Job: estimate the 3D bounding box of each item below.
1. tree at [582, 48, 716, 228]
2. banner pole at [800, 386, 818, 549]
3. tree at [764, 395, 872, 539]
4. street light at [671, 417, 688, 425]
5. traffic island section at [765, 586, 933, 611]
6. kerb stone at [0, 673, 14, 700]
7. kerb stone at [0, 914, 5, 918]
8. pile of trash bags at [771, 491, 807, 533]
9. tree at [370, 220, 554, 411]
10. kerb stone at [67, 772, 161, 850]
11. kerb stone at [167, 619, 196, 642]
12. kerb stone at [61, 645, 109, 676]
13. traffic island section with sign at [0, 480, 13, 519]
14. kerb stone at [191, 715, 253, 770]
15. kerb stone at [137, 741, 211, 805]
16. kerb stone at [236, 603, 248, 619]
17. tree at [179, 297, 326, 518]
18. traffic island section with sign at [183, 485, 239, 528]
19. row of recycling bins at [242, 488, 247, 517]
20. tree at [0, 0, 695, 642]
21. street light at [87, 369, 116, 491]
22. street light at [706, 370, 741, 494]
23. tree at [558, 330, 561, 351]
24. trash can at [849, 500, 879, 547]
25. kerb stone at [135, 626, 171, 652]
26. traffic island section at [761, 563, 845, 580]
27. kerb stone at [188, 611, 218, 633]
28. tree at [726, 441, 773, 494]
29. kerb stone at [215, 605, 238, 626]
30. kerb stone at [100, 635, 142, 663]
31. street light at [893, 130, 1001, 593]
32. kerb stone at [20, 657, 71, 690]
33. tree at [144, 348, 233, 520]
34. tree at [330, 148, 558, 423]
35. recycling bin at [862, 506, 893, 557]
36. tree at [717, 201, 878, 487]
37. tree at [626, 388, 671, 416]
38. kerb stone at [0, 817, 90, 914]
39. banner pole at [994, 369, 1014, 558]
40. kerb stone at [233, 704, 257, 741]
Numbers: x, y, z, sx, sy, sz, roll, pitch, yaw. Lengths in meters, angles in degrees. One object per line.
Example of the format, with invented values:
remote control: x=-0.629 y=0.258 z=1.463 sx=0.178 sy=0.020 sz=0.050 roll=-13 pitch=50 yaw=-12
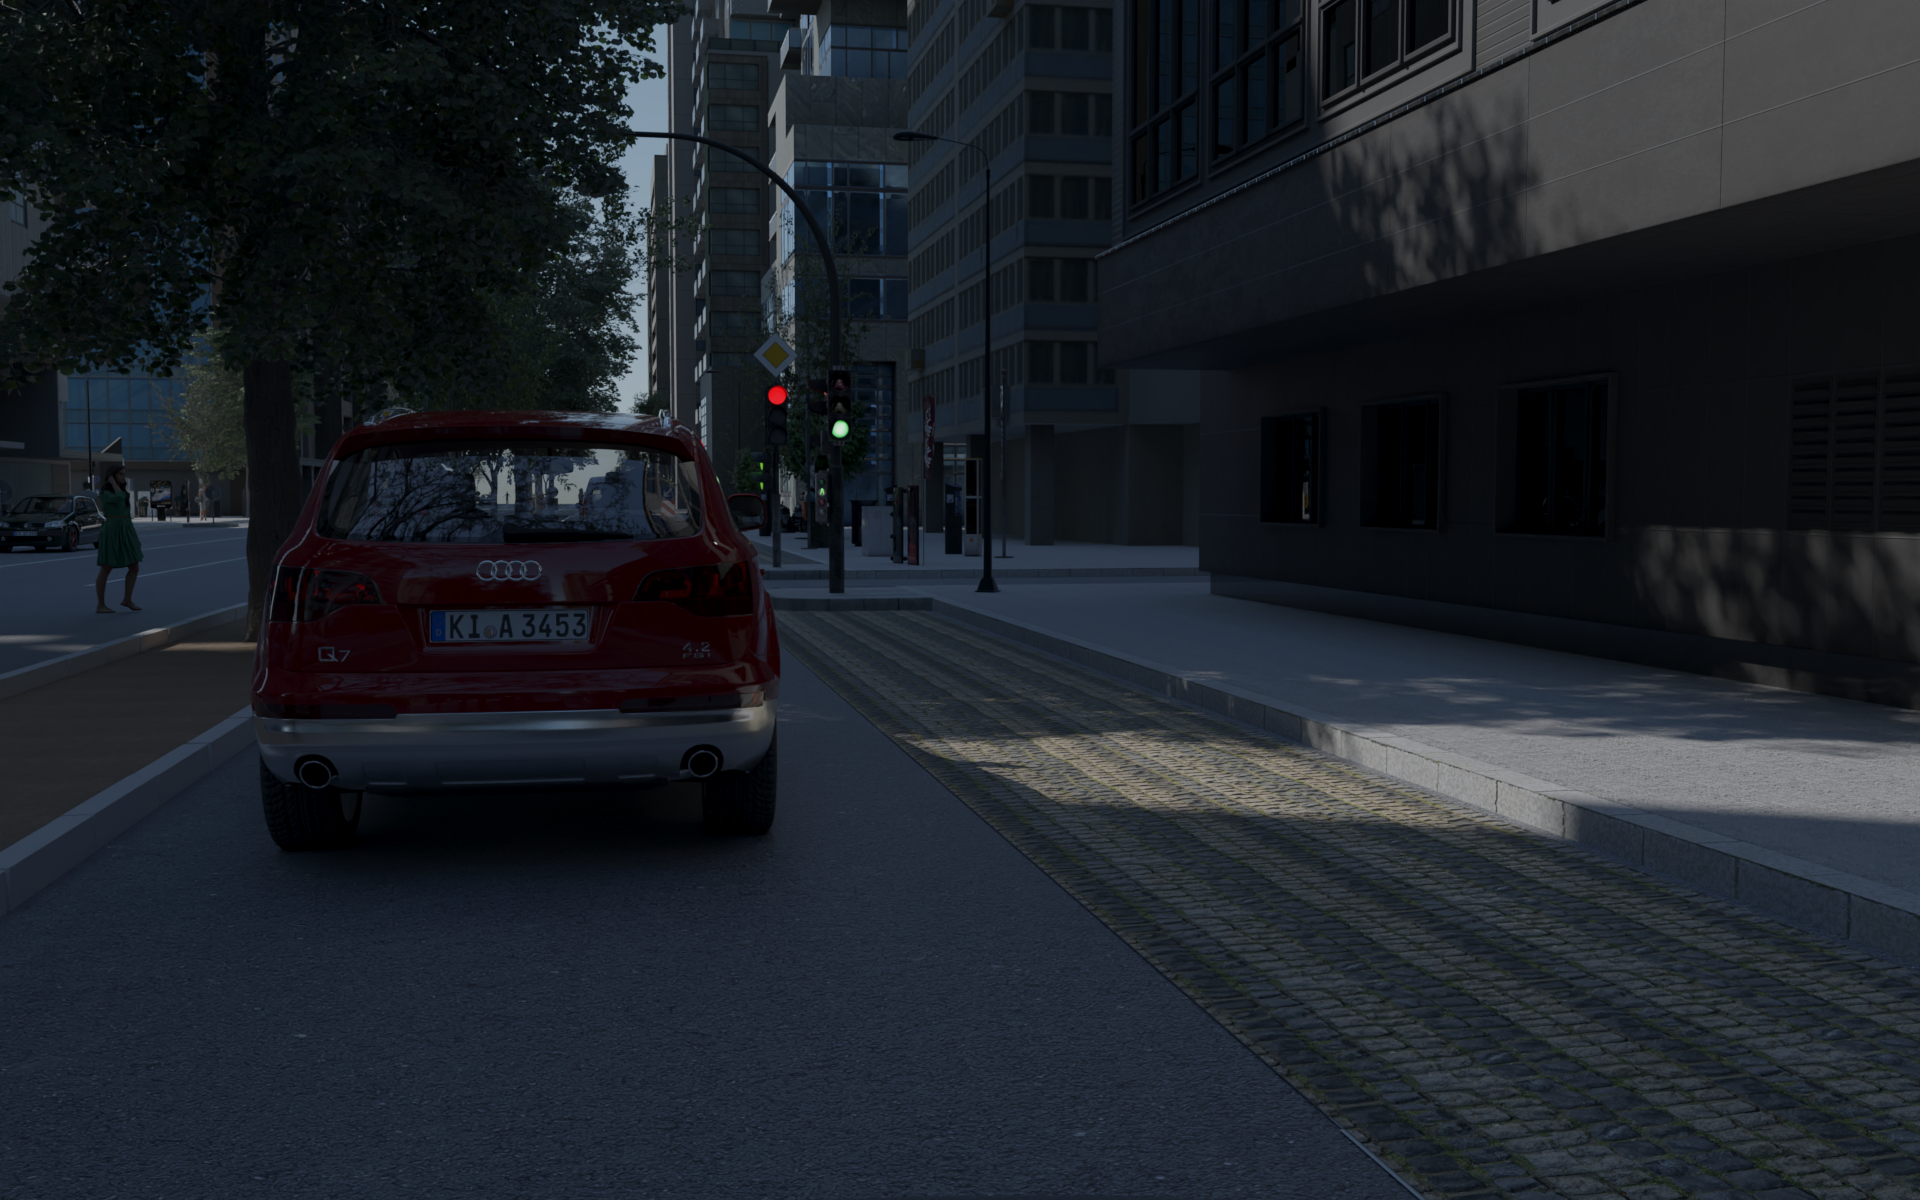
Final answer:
tree: x=-16.891 y=-13.072 z=72.066 sx=12.611 sy=20.169 sz=13.585 roll=0 pitch=3 yaw=0
banner pole: x=-3.519 y=-3.055 z=39.973 sx=0.401 sy=3.779 sz=0.863 roll=0 pitch=4 yaw=1
tree: x=-3.989 y=-4.023 z=49.492 sx=4.285 sy=4.588 sz=4.351 roll=0 pitch=3 yaw=0
street light: x=-16.884 y=-8.042 z=104.030 sx=1.470 sy=5.913 sz=1.316 roll=-1 pitch=4 yaw=-11
traffic island section: x=-1.588 y=-0.013 z=22.501 sx=2.009 sy=0.180 sz=2.903 roll=-1 pitch=4 yaw=-11
kerb stone: x=-6.701 y=0.624 z=12.005 sx=0.120 sy=0.150 sz=1.000 roll=-1 pitch=4 yaw=-11
kerb stone: x=-3.217 y=1.029 z=5.416 sx=0.120 sy=0.150 sz=1.000 roll=-1 pitch=4 yaw=-11
pile of trash bags: x=-5.341 y=-2.904 z=57.228 sx=1.912 sy=1.369 sz=3.447 roll=-1 pitch=4 yaw=-19
tree: x=-10.837 y=-5.193 z=37.718 sx=4.360 sy=8.622 sz=3.978 roll=0 pitch=3 yaw=0
kerb stone: x=-3.627 y=0.904 z=7.423 sx=0.120 sy=0.150 sz=1.000 roll=-1 pitch=4 yaw=-11
kerb stone: x=-7.725 y=0.319 z=17.051 sx=0.120 sy=0.150 sz=1.000 roll=-1 pitch=4 yaw=-11
kerb stone: x=-7.116 y=0.504 z=14.020 sx=0.120 sy=0.150 sz=1.000 roll=-1 pitch=4 yaw=-11
traffic island section with sign: x=-27.085 y=-2.448 z=48.649 sx=1.989 sy=1.847 sz=2.006 roll=-1 pitch=4 yaw=-11
kerb stone: x=-4.035 y=0.783 z=9.450 sx=0.120 sy=0.150 sz=1.000 roll=-1 pitch=4 yaw=-11
kerb stone: x=-3.834 y=0.846 z=8.430 sx=0.120 sy=0.150 sz=1.000 roll=-1 pitch=4 yaw=-11
kerb stone: x=-8.345 y=0.136 z=20.067 sx=0.120 sy=0.150 sz=1.000 roll=-1 pitch=4 yaw=-11
tree: x=-38.216 y=-10.754 z=93.955 sx=7.486 sy=12.596 sz=7.792 roll=0 pitch=3 yaw=0
traffic island section with sign: x=-32.506 y=-4.075 z=75.255 sx=1.989 sy=1.847 sz=2.006 roll=-1 pitch=4 yaw=-11
row of recycling bins: x=-39.715 y=-5.528 z=97.500 sx=1.069 sy=1.692 sz=3.534 roll=-1 pitch=4 yaw=-11
tree: x=-6.598 y=-6.563 z=16.420 sx=9.857 sy=13.997 sz=8.962 roll=0 pitch=3 yaw=0
street light: x=-31.784 y=-5.620 z=64.421 sx=1.470 sy=5.913 sz=1.316 roll=-1 pitch=4 yaw=-11
street light: x=-8.824 y=-5.662 z=65.114 sx=1.470 sy=5.913 sz=1.316 roll=-1 pitch=4 yaw=-11
tree: x=-12.100 y=-5.466 z=42.197 sx=4.737 sy=8.622 sz=4.395 roll=0 pitch=3 yaw=0
trash can: x=-2.354 y=-1.880 z=42.395 sx=0.748 sy=1.137 sz=0.748 roll=0 pitch=3 yaw=0
kerb stone: x=-7.524 y=0.377 z=16.048 sx=0.120 sy=0.150 sz=1.000 roll=-1 pitch=4 yaw=-11
traffic island section: x=-3.184 y=-0.492 z=30.325 sx=2.009 sy=0.180 sz=2.903 roll=-1 pitch=4 yaw=-11
kerb stone: x=-7.934 y=0.253 z=18.051 sx=0.120 sy=0.150 sz=1.000 roll=-1 pitch=4 yaw=-11
tree: x=-7.770 y=-4.207 z=63.386 sx=1.663 sy=3.219 sz=1.824 roll=0 pitch=3 yaw=0
kerb stone: x=-8.146 y=0.193 z=19.064 sx=0.120 sy=0.150 sz=1.000 roll=-1 pitch=4 yaw=-11
kerb stone: x=-7.324 y=0.438 z=15.034 sx=0.120 sy=0.150 sz=1.000 roll=-1 pitch=4 yaw=-11
street light: x=-0.168 y=-3.050 z=22.408 sx=1.470 sy=5.913 sz=1.316 roll=-1 pitch=4 yaw=-11
kerb stone: x=-6.913 y=0.566 z=13.006 sx=0.120 sy=0.150 sz=1.000 roll=-1 pitch=4 yaw=-11
tree: x=-38.140 y=-8.319 z=86.380 sx=4.360 sy=8.622 sz=3.978 roll=0 pitch=3 yaw=0
tree: x=-10.093 y=-4.912 z=33.135 sx=4.737 sy=8.622 sz=4.395 roll=0 pitch=3 yaw=0
recycling bin: x=-1.611 y=-1.423 z=35.823 sx=0.722 sy=1.027 sz=0.722 roll=-1 pitch=4 yaw=-15
tree: x=-3.884 y=-5.723 z=43.933 sx=4.360 sy=8.622 sz=3.978 roll=0 pitch=3 yaw=0
tree: x=-33.251 y=-16.559 z=187.742 sx=9.611 sy=12.733 sz=9.660 roll=0 pitch=3 yaw=0
kerb stone: x=-3.419 y=0.965 z=6.422 sx=0.120 sy=0.150 sz=1.000 roll=-1 pitch=4 yaw=-11
banner pole: x=0.864 y=-2.746 z=34.906 sx=0.401 sy=3.779 sz=0.863 roll=0 pitch=4 yaw=-5
kerb stone: x=-4.242 y=0.718 z=10.451 sx=0.120 sy=0.150 sz=1.000 roll=-1 pitch=4 yaw=-11
